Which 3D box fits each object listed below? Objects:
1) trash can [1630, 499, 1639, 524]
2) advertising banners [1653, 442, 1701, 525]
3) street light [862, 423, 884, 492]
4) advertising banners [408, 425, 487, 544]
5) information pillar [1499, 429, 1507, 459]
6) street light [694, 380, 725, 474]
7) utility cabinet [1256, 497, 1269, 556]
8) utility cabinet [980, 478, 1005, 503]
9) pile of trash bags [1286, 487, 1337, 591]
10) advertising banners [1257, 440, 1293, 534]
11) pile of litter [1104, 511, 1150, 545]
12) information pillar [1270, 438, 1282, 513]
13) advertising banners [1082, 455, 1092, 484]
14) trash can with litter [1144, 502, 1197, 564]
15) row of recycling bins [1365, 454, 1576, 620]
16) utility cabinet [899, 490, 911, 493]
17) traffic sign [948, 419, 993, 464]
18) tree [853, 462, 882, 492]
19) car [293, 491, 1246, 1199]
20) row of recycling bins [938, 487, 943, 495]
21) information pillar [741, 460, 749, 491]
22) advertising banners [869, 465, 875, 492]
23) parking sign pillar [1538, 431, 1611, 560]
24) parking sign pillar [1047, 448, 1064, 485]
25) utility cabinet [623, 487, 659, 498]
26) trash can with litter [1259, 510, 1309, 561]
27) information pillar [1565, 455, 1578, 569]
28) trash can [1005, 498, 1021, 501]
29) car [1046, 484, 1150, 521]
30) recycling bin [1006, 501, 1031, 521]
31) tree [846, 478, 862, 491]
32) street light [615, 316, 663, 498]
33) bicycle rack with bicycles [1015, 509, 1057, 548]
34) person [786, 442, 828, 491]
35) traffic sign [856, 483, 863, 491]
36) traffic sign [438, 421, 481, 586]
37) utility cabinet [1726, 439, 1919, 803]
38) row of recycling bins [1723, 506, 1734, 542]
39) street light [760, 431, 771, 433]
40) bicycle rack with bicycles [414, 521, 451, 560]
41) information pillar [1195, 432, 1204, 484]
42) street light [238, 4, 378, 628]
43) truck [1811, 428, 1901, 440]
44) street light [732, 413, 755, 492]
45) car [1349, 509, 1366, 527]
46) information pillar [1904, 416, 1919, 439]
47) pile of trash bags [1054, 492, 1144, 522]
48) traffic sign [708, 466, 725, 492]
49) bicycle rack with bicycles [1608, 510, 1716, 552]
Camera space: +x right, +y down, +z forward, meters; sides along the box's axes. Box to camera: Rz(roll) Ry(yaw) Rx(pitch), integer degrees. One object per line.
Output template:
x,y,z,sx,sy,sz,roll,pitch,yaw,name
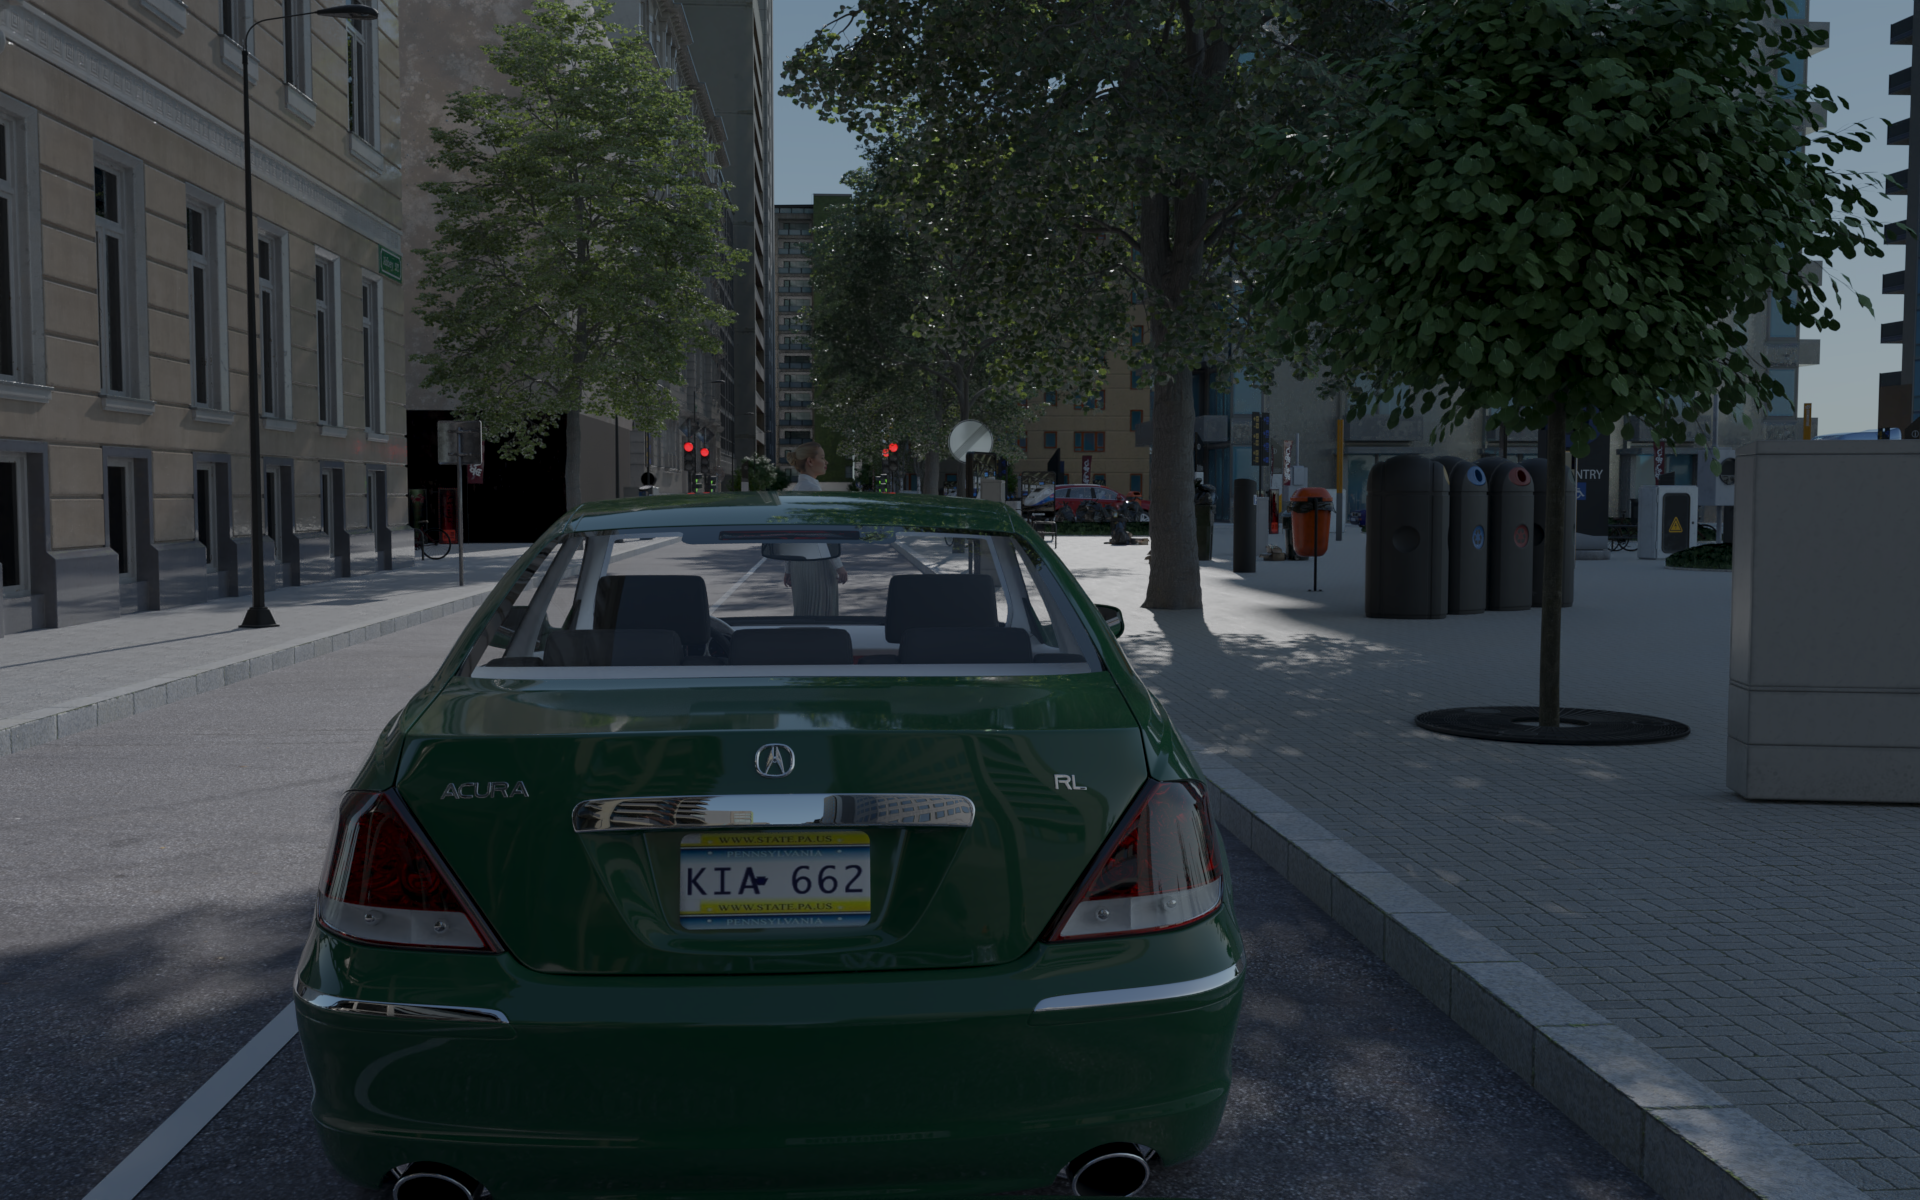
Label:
21.682,-2.661,55.158,0.748,1.137,0.748,0,3,0,trash can
23.514,-3.713,56.889,0.090,3.025,2.074,-1,4,-22,advertising banners
-4.518,-7.140,89.278,1.470,5.913,1.316,0,4,-4,street light
-13.076,-2.931,44.117,2.074,3.025,0.090,0,4,-5,advertising banners
12.814,-3.029,40.886,0.183,3.616,0.504,0,4,5,information pillar
-10.292,-6.011,70.821,1.470,5.913,1.316,0,4,-4,street light
6.164,-1.537,36.300,0.306,1.237,1.020,0,4,-8,utility cabinet
0.475,-0.962,24.404,0.318,1.500,1.173,0,4,4,utility cabinet
6.082,-0.818,23.119,3.447,1.369,1.912,0,4,-3,pile of trash bags
10.033,-3.622,55.407,2.074,3.025,0.090,-3,5,-43,advertising banners
4.252,-1.844,44.113,1.176,0.858,1.719,0,4,3,pile of litter
13.086,-4.918,71.764,0.504,3.616,0.183,0,4,-1,information pillar
5.086,-5.034,78.490,2.074,3.025,0.090,2,4,35,advertising banners
3.801,-1.235,31.574,0.624,1.170,1.055,-3,5,-41,trash can with litter
5.596,-0.726,18.983,3.534,1.692,1.069,-3,5,-43,row of recycling bins
-3.362,-5.632,100.759,1.173,1.500,0.318,-3,5,-44,utility cabinet
0.181,-1.806,29.631,0.768,2.556,0.104,0,4,-1,traffic sign
-6.738,-9.418,137.700,4.285,4.588,4.351,0,3,0,tree
-0.470,0.409,5.111,2.131,1.459,4.920,0,4,-4,car
0.416,-5.619,98.989,3.534,1.692,1.069,-1,4,-10,row of recycling bins
-14.635,-7.746,117.996,0.504,3.616,0.183,0,4,3,information pillar
-5.312,-6.526,102.887,0.090,3.025,2.074,-1,4,-16,advertising banners
12.101,-2.794,34.159,1.447,3.967,1.447,0,4,-4,parking sign pillar
5.606,-6.912,101.481,1.447,3.967,1.447,-2,4,-26,parking sign pillar
-9.689,-2.695,52.738,1.173,1.500,0.318,2,4,31,utility cabinet
6.329,-1.342,33.321,1.055,1.170,0.624,-2,4,-25,trash can with litter
10.374,-1.545,29.755,0.304,2.012,0.304,-1,4,-17,information pillar
2.191,-3.654,71.391,0.748,1.137,0.748,0,3,0,trash can
5.300,-3.588,67.331,5.304,1.827,2.281,0,4,-3,car
2.112,-3.025,62.007,0.722,1.027,0.722,-2,4,-34,recycling bin
-12.732,-13.105,208.864,1.663,3.219,1.824,0,3,0,tree
-8.410,-4.444,45.195,1.470,5.913,1.316,0,4,-4,street light
1.092,-1.722,41.537,2.852,0.926,2.925,-1,4,-17,bicycle rack with bicycles
-1.102,-0.211,12.171,0.641,1.798,0.478,-1,4,-11,person
-8.145,-8.635,141.290,0.768,2.556,0.104,0,4,-2,traffic sign
-6.969,-1.347,24.151,0.606,2.300,0.079,0,4,2,traffic sign
3.861,0.091,7.199,1.173,1.500,0.318,1,4,9,utility cabinet
20.509,-2.197,43.035,1.069,1.692,3.534,-2,4,-26,row of recycling bins
-14.588,-9.479,127.529,1.470,5.913,1.316,0,4,-4,street light
-11.489,-1.189,32.817,2.925,0.926,2.852,0,4,7,bicycle rack with bicycles
8.979,-4.512,65.126,0.183,3.616,0.504,3,5,40,information pillar
-6.223,-2.693,16.566,1.470,5.913,1.316,0,4,-4,street light
43.740,-5.013,71.722,18.799,4.110,2.967,0,4,-4,truck
-12.470,-7.740,99.095,1.470,5.913,1.316,0,4,-4,street light
17.481,-3.428,68.626,3.894,1.354,1.945,0,4,-4,car
28.356,-3.683,51.575,0.183,3.616,0.504,-2,4,-32,information pillar
5.142,-3.223,62.443,3.447,1.369,1.912,-2,4,-32,pile of trash bags
-11.166,-4.856,79.501,0.768,2.556,0.104,0,4,2,traffic sign
14.856,-1.512,38.111,2.925,0.926,2.852,3,5,39,bicycle rack with bicycles
